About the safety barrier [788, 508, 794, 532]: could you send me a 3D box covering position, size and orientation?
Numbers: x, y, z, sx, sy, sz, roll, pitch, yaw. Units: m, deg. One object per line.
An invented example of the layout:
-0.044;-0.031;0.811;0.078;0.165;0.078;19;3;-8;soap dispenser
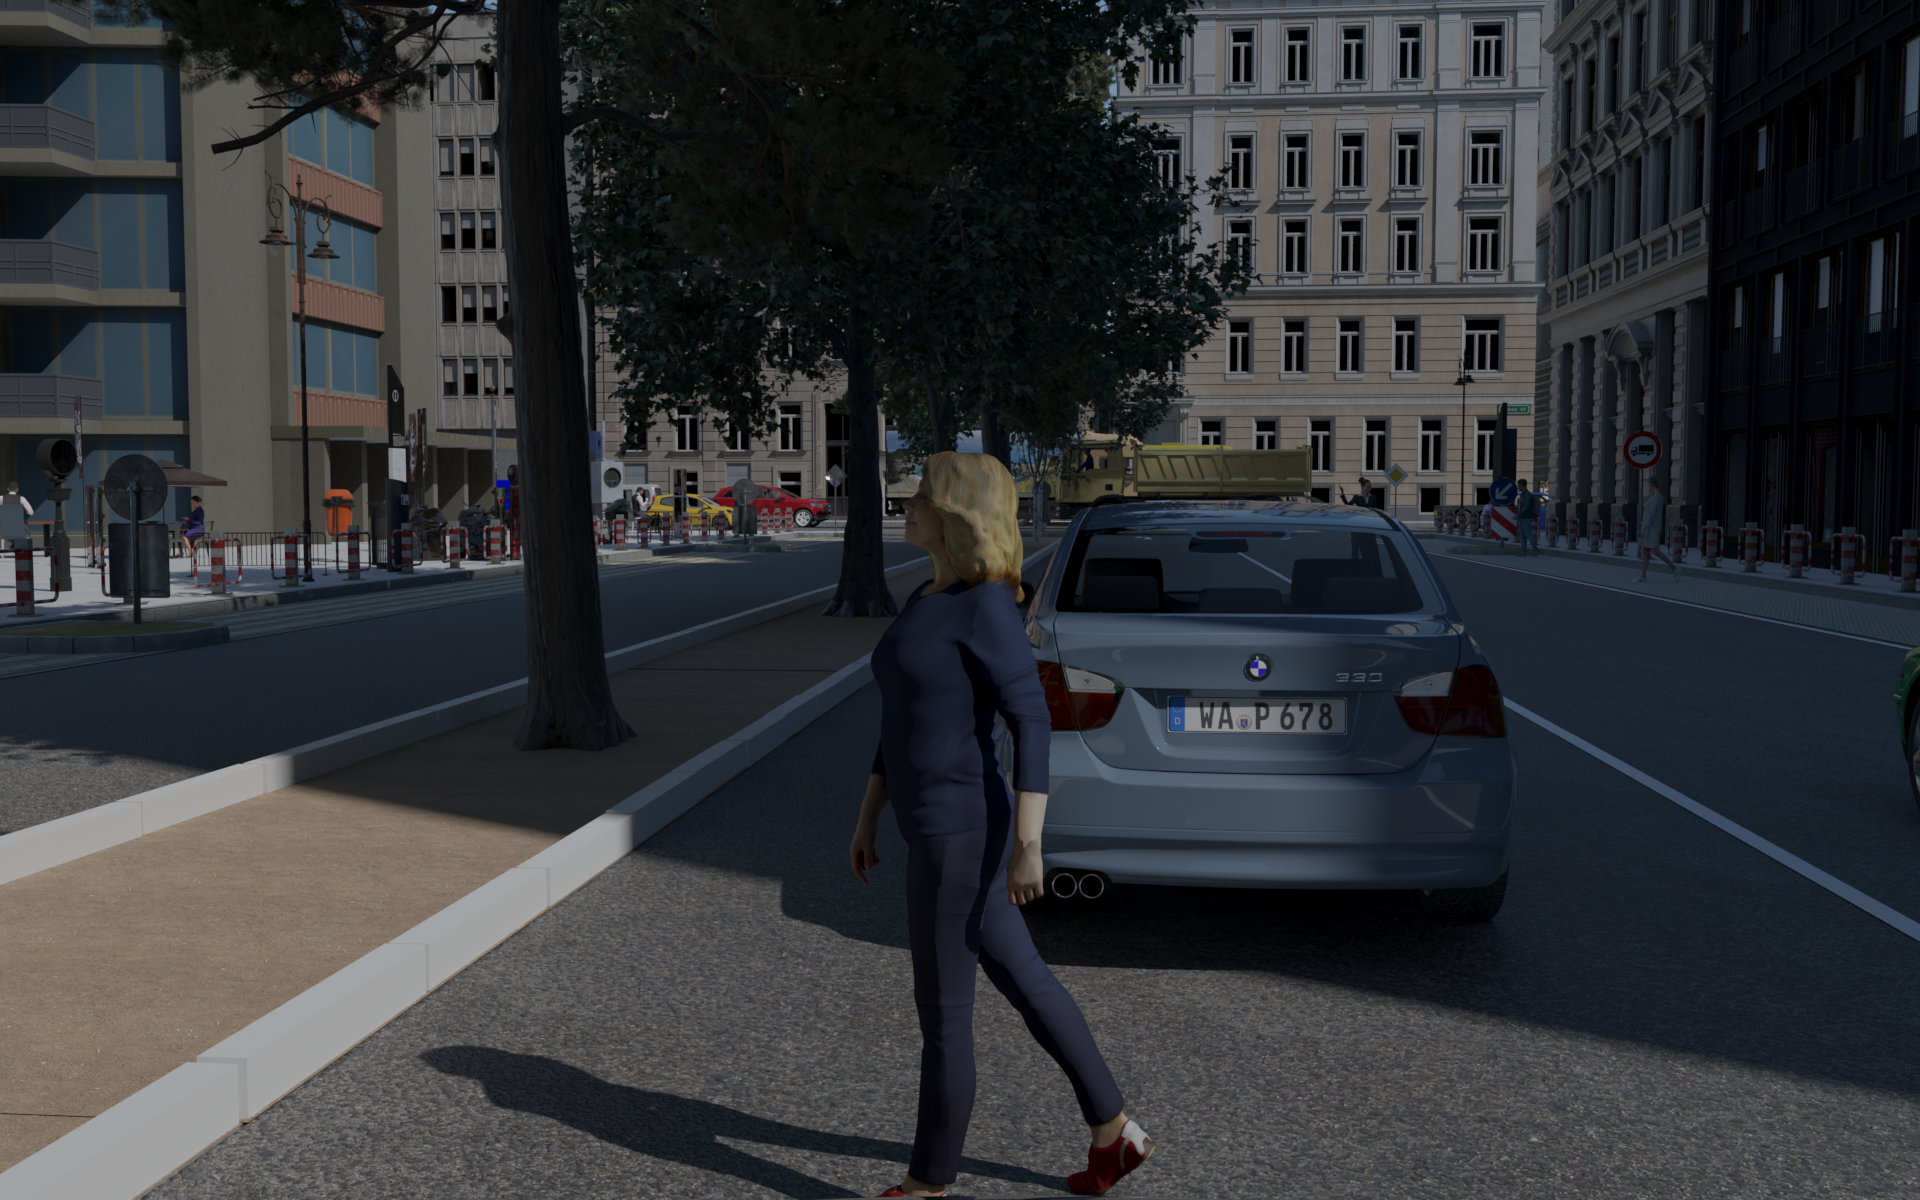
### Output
-5.745;-2.689;58.234;0.300;0.817;1.120;0;4;6;safety barrier

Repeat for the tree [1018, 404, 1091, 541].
2.292;-6.041;51.584;4.737;8.622;4.395;0;3;0;tree

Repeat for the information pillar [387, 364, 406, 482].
-10.243;-2.456;31.506;0.183;3.616;0.504;1;4;10;information pillar

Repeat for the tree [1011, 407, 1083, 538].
2.596;-6.324;56.216;4.360;8.622;3.978;0;3;0;tree

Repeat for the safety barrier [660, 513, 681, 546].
-7.280;-1.752;42.919;0.300;0.817;1.120;0;4;6;safety barrier

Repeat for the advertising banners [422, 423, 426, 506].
-13.623;-2.907;43.717;0.090;3.025;2.074;-2;4;-24;advertising banners

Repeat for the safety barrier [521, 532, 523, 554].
-8.241;-1.168;33.366;0.300;0.817;1.120;0;4;6;safety barrier

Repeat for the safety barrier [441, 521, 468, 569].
-8.624;-0.934;29.552;0.300;0.817;1.120;0;4;6;safety barrier

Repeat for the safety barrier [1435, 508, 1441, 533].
15.787;-2.610;56.944;0.300;0.817;1.120;0;4;6;safety barrier

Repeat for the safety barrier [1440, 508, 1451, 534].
15.594;-2.493;55.037;0.300;0.817;1.120;0;4;6;safety barrier

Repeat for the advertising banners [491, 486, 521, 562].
-8.630;-2.281;33.479;0.090;3.025;2.074;0;4;7;advertising banners

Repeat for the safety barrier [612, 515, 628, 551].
-7.667;-1.518;39.091;0.300;0.817;1.120;0;4;6;safety barrier

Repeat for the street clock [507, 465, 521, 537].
-10.907;-2.327;42.624;0.471;2.002;0.358;3;5;43;street clock

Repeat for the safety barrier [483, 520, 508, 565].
-8.434;-1.051;31.459;0.300;0.817;1.120;0;4;6;safety barrier

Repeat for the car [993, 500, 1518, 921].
1.085;0.295;7.179;2.014;1.417;4.499;0;4;6;car

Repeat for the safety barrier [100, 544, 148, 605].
-9.584;-0.351;20.010;0.300;0.817;1.120;0;4;6;safety barrier

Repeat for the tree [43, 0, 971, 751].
-2.413;-6.107;9.726;7.806;13.903;7.818;0;3;0;tree

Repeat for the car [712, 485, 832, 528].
-8.201;-4.058;75.013;5.304;1.827;2.281;0;4;7;car

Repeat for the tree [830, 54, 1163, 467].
0.647;-6.821;36.039;6.751;12.117;7.091;0;3;0;tree

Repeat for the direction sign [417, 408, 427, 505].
-14.228;-3.296;45.891;0.379;3.537;0.876;-2;4;-31;direction sign

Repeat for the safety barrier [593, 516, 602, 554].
-7.863;-1.401;37.181;0.300;0.817;1.120;0;4;6;safety barrier

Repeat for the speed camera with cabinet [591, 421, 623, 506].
-10.017;-3.175;46.242;2.038;3.252;0.660;-3;5;-42;speed camera with cabinet

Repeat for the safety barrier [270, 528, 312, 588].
-9.198;-0.584;23.830;0.300;0.817;1.120;0;4;6;safety barrier

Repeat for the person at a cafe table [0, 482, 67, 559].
-19.013;-1.613;34.895;1.698;1.524;1.622;-2;4;-23;person at a cafe table

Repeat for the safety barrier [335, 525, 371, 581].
-9.009;-0.701;25.738;0.300;0.817;1.120;0;4;6;safety barrier

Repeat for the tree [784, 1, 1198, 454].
-0.196;-5.627;28.870;8.767;10.594;7.601;0;4;6;tree

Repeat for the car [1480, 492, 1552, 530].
19.910;-3.068;59.747;3.694;1.707;1.945;0;4;4;car

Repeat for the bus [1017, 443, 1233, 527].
5.857;-5.215;76.806;12.252;3.916;2.896;0;4;4;bus

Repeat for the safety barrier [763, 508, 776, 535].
-6.132;-2.454;54.404;0.300;0.817;1.120;0;4;6;safety barrier

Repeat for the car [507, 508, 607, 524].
-16.314;-3.537;70.410;3.894;1.354;1.945;0;4;6;car

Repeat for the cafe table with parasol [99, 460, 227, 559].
-15.877;-1.814;34.524;2.610;1.966;2.610;1;4;15;cafe table with parasol

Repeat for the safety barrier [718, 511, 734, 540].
-6.707;-2.104;48.670;0.300;0.817;1.120;0;4;6;safety barrier

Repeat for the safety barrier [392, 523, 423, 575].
-8.817;-0.818;27.645;0.300;0.817;1.120;0;4;6;safety barrier

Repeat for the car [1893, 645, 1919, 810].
4.805;0.187;5.747;1.959;1.807;4.718;0;4;6;car

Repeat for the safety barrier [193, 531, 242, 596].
-9.389;-0.467;21.917;0.300;0.817;1.120;0;4;6;safety barrier

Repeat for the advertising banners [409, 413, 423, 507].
-12.317;-2.579;38.349;0.090;3.025;2.074;-2;4;-33;advertising banners

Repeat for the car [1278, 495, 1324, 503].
13.630;-3.601;68.665;4.222;1.686;2.009;0;4;5;car

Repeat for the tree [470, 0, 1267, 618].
-1.130;-6.159;20.165;9.611;12.733;9.660;0;3;0;tree

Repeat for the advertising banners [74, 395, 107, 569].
-15.236;-2.086;30.301;0.090;3.025;2.074;-3;4;-37;advertising banners

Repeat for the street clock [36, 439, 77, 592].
-11.846;-1.113;22.766;0.358;2.002;0.471;1;4;16;street clock

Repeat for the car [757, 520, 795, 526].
-9.257;-4.237;79.069;4.222;1.686;2.009;0;4;4;car

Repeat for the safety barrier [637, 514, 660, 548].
-7.477;-1.635;41.012;0.300;0.817;1.120;0;4;6;safety barrier

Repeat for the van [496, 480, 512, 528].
-20.951;-4.201;73.071;5.245;2.365;2.240;0;4;7;van

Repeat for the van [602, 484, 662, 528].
-14.650;-4.060;73.388;4.112;2.044;2.013;0;4;4;van

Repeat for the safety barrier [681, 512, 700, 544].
-7.092;-1.869;44.827;0.300;0.817;1.120;0;4;6;safety barrier

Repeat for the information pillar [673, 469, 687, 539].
-8.096;-2.788;50.075;0.304;2.012;0.304;1;4;14;information pillar

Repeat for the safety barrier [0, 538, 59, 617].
-9.771;-0.233;18.092;0.300;0.817;1.120;0;4;6;safety barrier

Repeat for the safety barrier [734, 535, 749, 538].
-6.516;-2.220;50.577;0.300;0.817;1.120;0;4;6;safety barrier

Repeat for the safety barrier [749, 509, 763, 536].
-6.327;-2.337;52.485;0.300;0.817;1.120;0;4;6;safety barrier

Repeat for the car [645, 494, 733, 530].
-10.574;-3.605;69.168;3.980;1.641;2.015;0;4;4;car

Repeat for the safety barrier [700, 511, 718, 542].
-6.898;-1.986;46.752;0.300;0.817;1.120;0;4;6;safety barrier

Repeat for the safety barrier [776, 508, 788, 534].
-5.938;-2.572;56.319;0.300;0.817;1.120;0;4;6;safety barrier
